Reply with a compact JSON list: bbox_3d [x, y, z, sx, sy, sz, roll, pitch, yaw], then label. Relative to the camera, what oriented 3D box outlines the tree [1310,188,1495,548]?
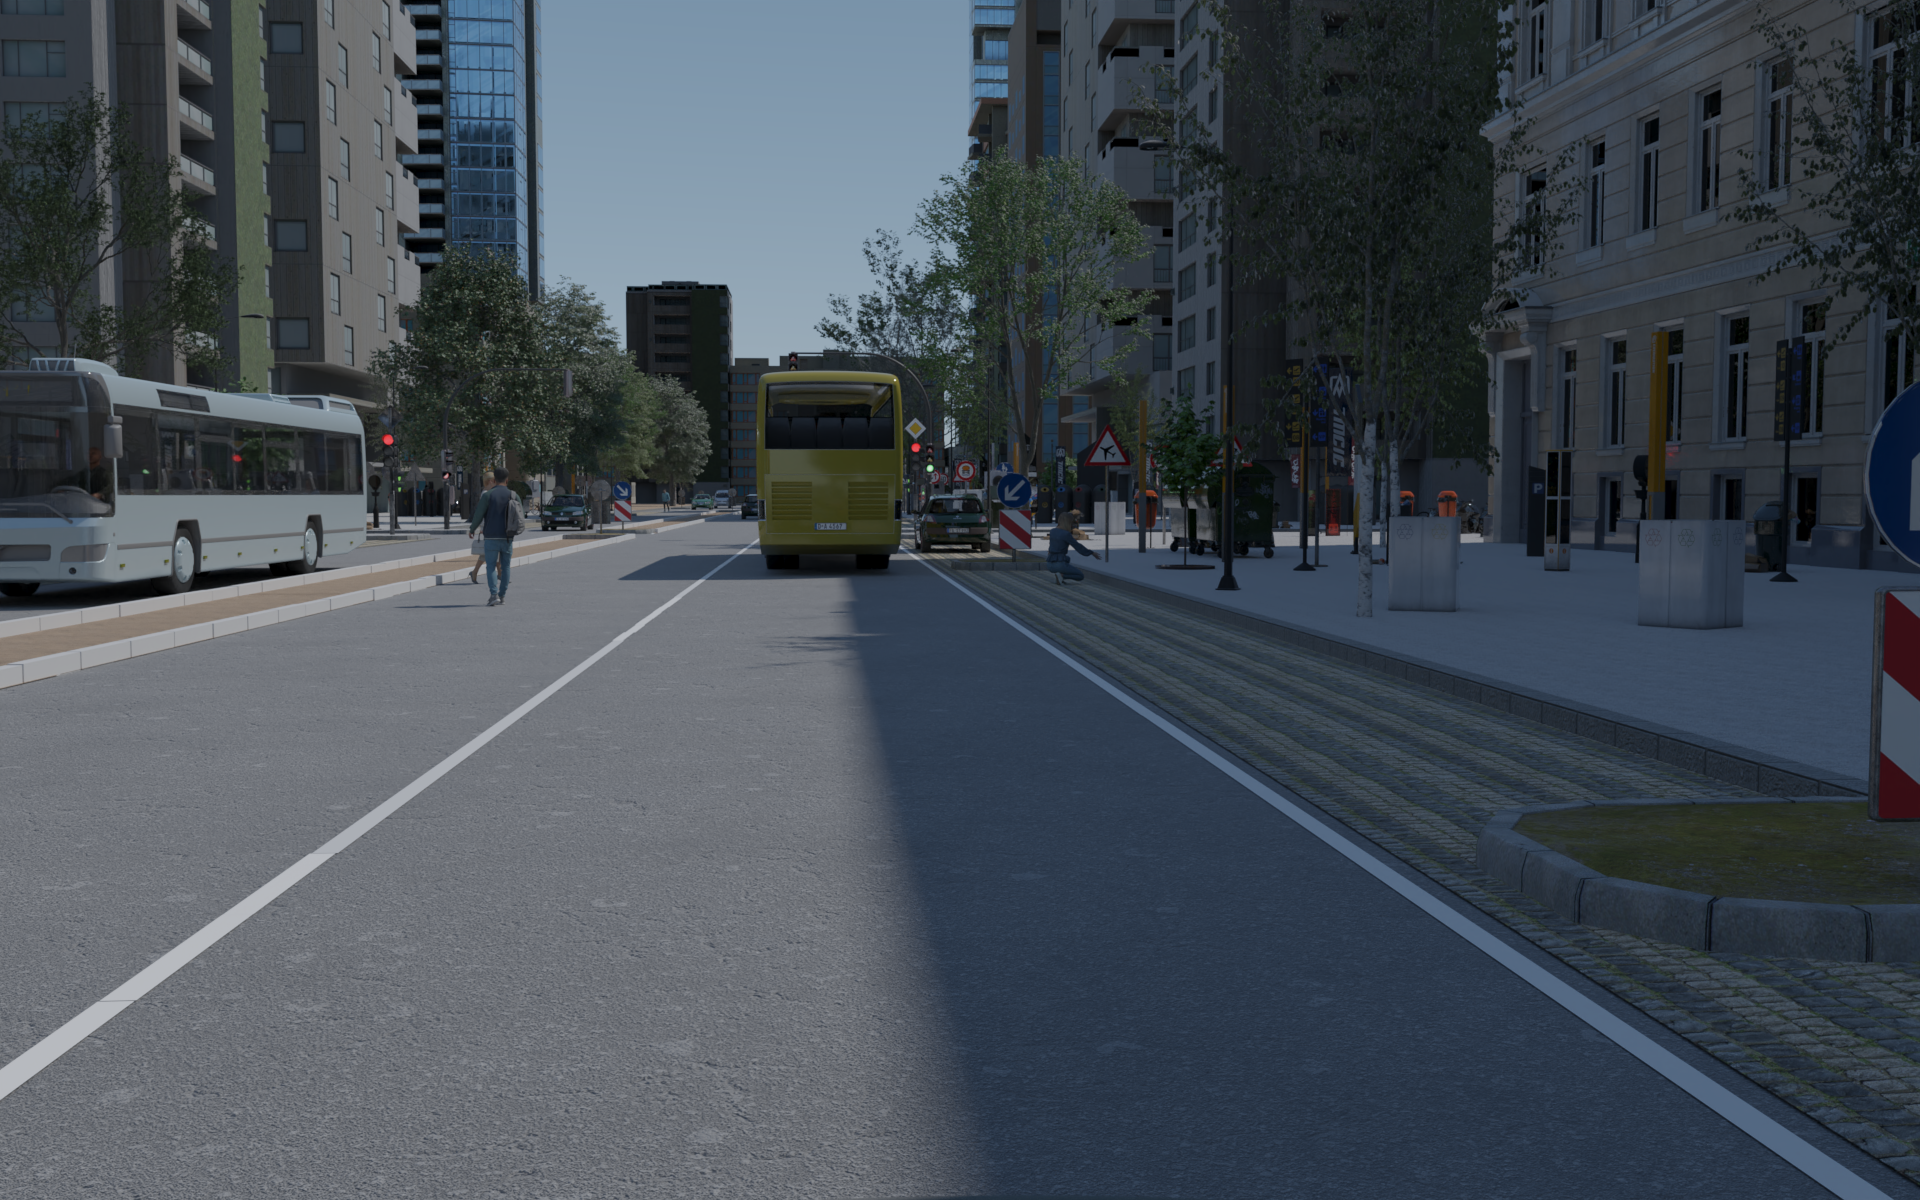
[{"bbox_3d":[10.385,-5.564,41.341,4.737,8.622,4.395,0,3,0],"label":"tree"}]

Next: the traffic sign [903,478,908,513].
[{"bbox_3d":[-3.680,-7.017,114.835,0.768,2.556,0.104,0,4,-2],"label":"traffic sign"}]

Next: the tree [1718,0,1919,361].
[{"bbox_3d":[11.134,-4.239,19.667,4.360,8.622,3.978,0,3,0],"label":"tree"}]

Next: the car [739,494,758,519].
[{"bbox_3d":[-11.662,-5.475,99.295,2.009,1.686,4.222,0,4,-6],"label":"car"}]

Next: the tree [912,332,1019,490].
[{"bbox_3d":[0.586,-7.904,79.585,4.737,8.622,4.395,0,3,0],"label":"tree"}]

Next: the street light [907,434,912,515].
[{"bbox_3d":[-3.663,-8.191,106.457,1.470,5.913,1.316,0,4,-5],"label":"street light"}]

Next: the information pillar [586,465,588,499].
[{"bbox_3d":[-24.215,-7.401,112.365,0.183,3.616,0.504,-1,4,-9],"label":"information pillar"}]

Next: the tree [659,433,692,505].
[{"bbox_3d":[-33.348,-15.665,206.482,4.360,8.622,3.978,0,3,0],"label":"tree"}]

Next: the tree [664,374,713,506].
[{"bbox_3d":[-30.282,-16.851,182.173,9.857,13.997,8.962,0,3,0],"label":"tree"}]

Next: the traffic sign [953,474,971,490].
[{"bbox_3d":[0.056,-4.686,76.613,0.884,2.594,0.081,0,4,-3],"label":"traffic sign"}]

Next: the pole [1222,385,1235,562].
[{"bbox_3d":[5.042,-2.367,32.539,0.158,3.312,0.155,0,3,0],"label":"pole"}]

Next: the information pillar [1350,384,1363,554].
[{"bbox_3d":[8.452,-2.779,36.792,0.183,3.616,0.504,0,4,3],"label":"information pillar"}]

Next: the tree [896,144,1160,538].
[{"bbox_3d":[1.995,-7.638,50.644,9.928,11.665,9.643,0,3,0],"label":"tree"}]

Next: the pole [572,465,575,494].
[{"bbox_3d":[-25.385,-7.329,113.677,0.158,3.312,0.155,0,3,0],"label":"pole"}]

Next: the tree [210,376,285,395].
[{"bbox_3d":[-19.886,-3.936,48.072,4.285,4.588,4.351,0,3,0],"label":"tree"}]

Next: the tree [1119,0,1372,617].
[{"bbox_3d":[4.102,-4.140,18.057,4.360,8.622,3.978,0,3,0],"label":"tree"}]

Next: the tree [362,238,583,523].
[{"bbox_3d":[-21.714,-9.826,77.665,9.611,12.733,9.660,0,3,0],"label":"tree"}]

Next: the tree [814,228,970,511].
[{"bbox_3d":[-5.387,-16.544,126.384,12.611,20.169,13.585,0,3,0],"label":"tree"}]

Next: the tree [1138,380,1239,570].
[{"bbox_3d":[3.875,-2.140,29.589,1.663,3.219,1.824,0,3,0],"label":"tree"}]

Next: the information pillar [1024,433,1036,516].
[{"bbox_3d":[2.670,-4.582,66.275,0.504,3.616,0.183,0,4,-6],"label":"information pillar"}]

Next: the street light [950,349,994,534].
[{"bbox_3d":[0.380,-5.074,55.495,1.470,5.913,1.316,0,4,-5],"label":"street light"}]

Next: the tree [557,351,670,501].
[{"bbox_3d":[-25.967,-12.058,122.905,9.928,11.665,9.643,0,3,0],"label":"tree"}]

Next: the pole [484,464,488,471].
[{"bbox_3d":[-29.891,-7.061,109.286,0.158,3.312,0.155,0,3,0],"label":"pole"}]

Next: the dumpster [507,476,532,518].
[{"bbox_3d":[-23.257,-5.382,90.491,1.502,2.255,1.985,0,4,-4],"label":"dumpster"}]

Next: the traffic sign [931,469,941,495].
[{"bbox_3d":[-1.360,-5.384,88.139,0.768,2.556,0.104,0,4,-4],"label":"traffic sign"}]

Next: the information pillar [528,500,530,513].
[{"bbox_3d":[-29.605,-6.961,118.307,0.304,2.012,0.304,-3,5,-42],"label":"information pillar"}]

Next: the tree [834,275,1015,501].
[{"bbox_3d":[-1.982,-11.427,97.195,12.009,13.543,11.850,0,3,0],"label":"tree"}]

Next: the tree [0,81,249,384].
[{"bbox_3d":[-19.418,-6.363,38.450,8.767,10.594,7.601,1,4,20],"label":"tree"}]

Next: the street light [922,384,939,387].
[{"bbox_3d":[-0.902,-6.166,73.357,1.470,5.913,1.316,0,4,-5],"label":"street light"}]

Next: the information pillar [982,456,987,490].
[{"bbox_3d":[1.524,-6.950,104.995,0.504,3.616,0.183,3,5,44],"label":"information pillar"}]

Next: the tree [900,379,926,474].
[{"bbox_3d":[-7.943,-16.902,182.999,9.857,13.997,8.962,0,3,0],"label":"tree"}]

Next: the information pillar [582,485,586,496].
[{"bbox_3d":[-27.827,-7.585,128.514,0.304,2.012,0.304,3,5,42],"label":"information pillar"}]

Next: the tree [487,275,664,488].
[{"bbox_3d":[-23.823,-11.979,102.513,9.857,13.997,8.962,0,3,0],"label":"tree"}]

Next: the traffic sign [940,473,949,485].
[{"bbox_3d":[-1.037,-6.355,104.004,0.768,2.556,0.104,0,4,3],"label":"traffic sign"}]

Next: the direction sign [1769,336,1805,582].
[{"bbox_3d":[12.076,-2.036,25.286,0.379,3.537,0.876,0,4,2],"label":"direction sign"}]

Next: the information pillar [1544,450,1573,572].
[{"bbox_3d":[9.945,-1.486,28.792,0.304,2.012,0.304,-2,4,-30],"label":"information pillar"}]

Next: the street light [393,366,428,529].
[{"bbox_3d":[-19.983,-5.528,62.918,1.470,5.913,1.316,0,4,-5],"label":"street light"}]

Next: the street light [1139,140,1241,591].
[{"bbox_3d":[3.049,-3.084,22.973,1.470,5.913,1.316,0,4,-5],"label":"street light"}]

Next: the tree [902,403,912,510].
[{"bbox_3d":[-3.171,-9.827,111.026,4.737,8.622,4.395,0,3,0],"label":"tree"}]

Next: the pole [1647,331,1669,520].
[{"bbox_3d":[8.793,-1.713,21.856,0.158,3.312,0.155,0,3,0],"label":"pole"}]

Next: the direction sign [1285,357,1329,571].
[{"bbox_3d":[5.777,-2.259,28.926,0.379,3.537,0.876,-3,5,-41],"label":"direction sign"}]

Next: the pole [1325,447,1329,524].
[{"bbox_3d":[14.885,-4.671,70.213,0.158,3.312,0.155,0,3,0],"label":"pole"}]

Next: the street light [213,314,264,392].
[{"bbox_3d":[-18.615,-4.413,44.693,1.470,5.913,1.316,0,4,-5],"label":"street light"}]

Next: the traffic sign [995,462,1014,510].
[{"bbox_3d":[1.798,-4.262,69.782,0.768,2.556,0.104,0,4,3],"label":"traffic sign"}]

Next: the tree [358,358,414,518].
[{"bbox_3d":[-29.341,-8.528,89.797,4.360,8.622,3.978,0,3,0],"label":"tree"}]

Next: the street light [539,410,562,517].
[{"bbox_3d":[-22.661,-7.547,95.930,1.470,5.913,1.316,0,4,-5],"label":"street light"}]

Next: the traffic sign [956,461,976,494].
[{"bbox_3d":[0.225,-4.028,65.957,0.768,2.556,0.104,0,4,-2],"label":"traffic sign"}]

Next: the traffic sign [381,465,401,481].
[{"bbox_3d":[-22.387,-4.164,68.181,0.768,2.556,0.104,0,4,-1],"label":"traffic sign"}]

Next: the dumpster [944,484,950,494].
[{"bbox_3d":[-1.251,-6.351,106.336,1.502,2.255,1.985,0,4,-5],"label":"dumpster"}]

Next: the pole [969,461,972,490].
[{"bbox_3d":[0.670,-6.997,108.243,0.158,3.312,0.155,0,3,0],"label":"pole"}]

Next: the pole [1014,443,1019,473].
[{"bbox_3d":[2.229,-4.581,68.736,0.158,3.312,0.155,0,3,0],"label":"pole"}]

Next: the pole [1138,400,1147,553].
[{"bbox_3d":[3.982,-2.687,37.769,0.158,3.312,0.155,0,3,0],"label":"pole"}]

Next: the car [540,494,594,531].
[{"bbox_3d":[-15.464,-3.578,68.293,2.009,1.686,4.222,0,4,-6],"label":"car"}]

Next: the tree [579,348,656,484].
[{"bbox_3d":[-26.906,-13.224,134.332,7.486,12.596,7.792,0,3,0],"label":"tree"}]

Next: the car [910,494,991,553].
[{"bbox_3d":[-0.215,-2.061,43.483,2.009,1.686,4.222,0,4,-5],"label":"car"}]

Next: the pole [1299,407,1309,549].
[{"bbox_3d":[8.091,-2.865,40.678,0.158,3.312,0.155,0,3,0],"label":"pole"}]

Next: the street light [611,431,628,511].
[{"bbox_3d":[-25.282,-9.524,128.266,1.470,5.913,1.316,0,4,-5],"label":"street light"}]

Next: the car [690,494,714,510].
[{"bbox_3d":[-23.469,-8.929,157.787,2.131,1.459,4.920,0,4,-5],"label":"car"}]
